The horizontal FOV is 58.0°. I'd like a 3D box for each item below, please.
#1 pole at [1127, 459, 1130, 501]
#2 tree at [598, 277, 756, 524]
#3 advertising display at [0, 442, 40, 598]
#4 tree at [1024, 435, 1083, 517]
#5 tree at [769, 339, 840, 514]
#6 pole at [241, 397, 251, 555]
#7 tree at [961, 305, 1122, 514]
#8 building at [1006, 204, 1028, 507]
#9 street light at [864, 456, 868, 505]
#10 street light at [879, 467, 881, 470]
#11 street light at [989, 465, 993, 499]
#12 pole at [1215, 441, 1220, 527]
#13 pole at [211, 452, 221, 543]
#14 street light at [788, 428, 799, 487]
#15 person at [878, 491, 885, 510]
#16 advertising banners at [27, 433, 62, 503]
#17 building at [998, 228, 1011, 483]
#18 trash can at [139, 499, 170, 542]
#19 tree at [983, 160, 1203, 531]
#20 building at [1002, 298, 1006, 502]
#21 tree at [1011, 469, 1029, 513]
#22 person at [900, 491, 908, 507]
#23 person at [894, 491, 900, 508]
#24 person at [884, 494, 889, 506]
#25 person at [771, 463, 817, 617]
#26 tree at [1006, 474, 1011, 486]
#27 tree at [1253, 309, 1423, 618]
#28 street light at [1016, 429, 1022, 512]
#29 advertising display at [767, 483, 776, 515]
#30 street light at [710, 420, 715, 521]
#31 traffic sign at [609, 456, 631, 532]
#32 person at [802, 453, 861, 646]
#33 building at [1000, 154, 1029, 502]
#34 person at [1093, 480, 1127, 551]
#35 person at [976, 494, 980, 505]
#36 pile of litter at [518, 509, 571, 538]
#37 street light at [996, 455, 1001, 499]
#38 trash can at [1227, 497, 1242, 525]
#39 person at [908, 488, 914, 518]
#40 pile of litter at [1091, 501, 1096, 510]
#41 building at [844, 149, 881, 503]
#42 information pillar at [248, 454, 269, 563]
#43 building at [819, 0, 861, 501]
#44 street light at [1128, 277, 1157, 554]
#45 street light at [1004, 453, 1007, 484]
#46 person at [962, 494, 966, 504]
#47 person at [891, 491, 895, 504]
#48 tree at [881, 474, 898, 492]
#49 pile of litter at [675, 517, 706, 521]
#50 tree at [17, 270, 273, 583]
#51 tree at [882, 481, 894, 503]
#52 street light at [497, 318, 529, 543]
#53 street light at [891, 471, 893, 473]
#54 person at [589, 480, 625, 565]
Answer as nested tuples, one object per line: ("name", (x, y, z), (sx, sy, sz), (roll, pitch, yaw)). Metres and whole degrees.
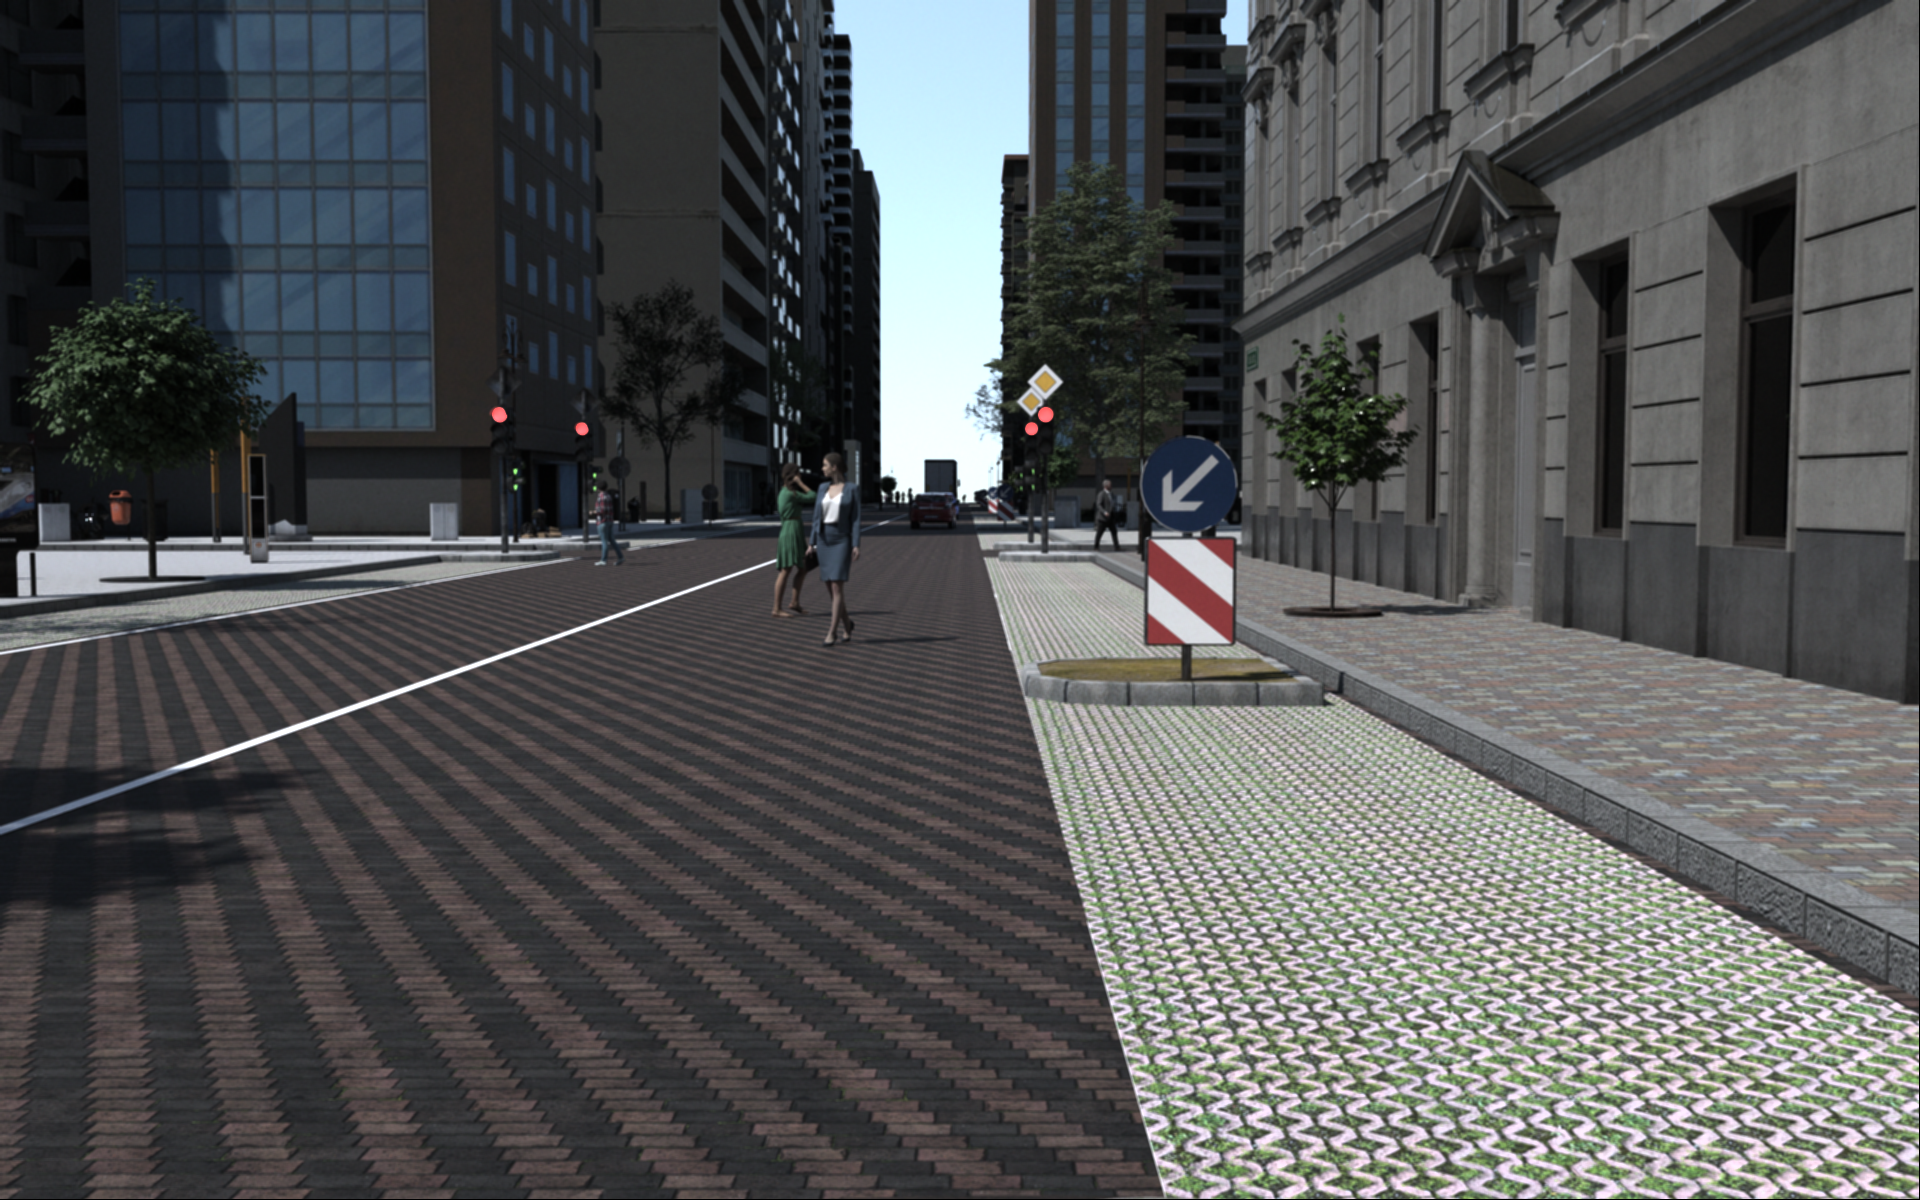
("pole", (9.929, -6.606, 101.844), (0.158, 3.312, 0.155), (0, 3, 0))
("tree", (-12.257, -8.520, 73.707), (8.767, 10.594, 7.601), (2, 4, 26))
("advertising display", (-11.875, -0.990, 21.399), (0.123, 1.923, 0.974), (2, 4, 29))
("tree", (5.250, -6.939, 97.171), (4.285, 4.588, 4.351), (0, 3, 0))
("tree", (-11.633, -11.395, 112.060), (9.928, 11.665, 9.643), (0, 3, 0))
("pole", (-15.067, -2.614, 36.585), (0.158, 3.312, 0.155), (0, 3, 0))
("tree", (5.354, -12.204, 109.899), (12.009, 13.543, 11.850), (0, 3, 0))
("building", (12.211, -24.632, 174.433), (14.160, 30.474, 14.107), (0, 4, 0))
("street light", (-11.173, -14.266, 206.038), (0.468, 5.910, 1.993), (0, 4, 0))
("street light", (-11.219, -16.519, 242.868), (0.468, 5.910, 1.993), (0, 4, 0))
("street light", (4.762, -18.749, 279.327), (0.468, 5.910, 1.993), (0, 4, 0))
("pole", (9.975, -4.488, 67.227), (0.158, 3.312, 0.155), (0, 3, 0))
("pole", (-19.605, -3.166, 45.603), (0.158, 3.312, 0.155), (0, 3, 0))
("street light", (-11.615, -8.962, 119.323), (0.468, 5.910, 1.993), (0, 4, 0))
("person", (-6.977, -8.863, 154.087), (0.721, 1.739, 1.217), (-2, 4, -31))
("advertising banners", (-26.585, -3.311, 50.320), (0.090, 3.025, 2.074), (0, 4, -4))
("building", (17.675, -39.425, 264.210), (23.786, 49.044, 30.456), (0, 4, 0))
("trash can", (-21.802, -2.156, 46.905), (0.748, 1.137, 0.748), (0, 3, 0))
("tree", (4.604, -8.671, 59.900), (7.486, 12.596, 7.792), (0, 3, 0))
("building", (12.940, -28.798, 242.553), (14.160, 30.474, 14.107), (0, 4, 0))
("tree", (4.721, -7.629, 119.337), (1.663, 3.219, 1.824), (0, 3, 0))
("person", (-6.466, -11.441, 196.283), (1.217, 1.735, 0.721), (-1, 4, -19))
("person", (-6.545, -10.454, 179.936), (0.721, 1.766, 1.217), (-2, 4, -32))
("person", (-8.828, -11.906, 206.389), (0.991, 1.433, 0.599), (-3, 4, -38))
("person", (-1.987, -0.704, 20.252), (0.529, 1.795, 0.600), (-2, 4, -32))
("tree", (4.081, -8.605, 135.300), (1.663, 3.219, 1.824), (0, 3, 0))
("tree", (3.962, -1.445, 18.220), (1.663, 3.219, 1.824), (0, 3, 0))
("street light", (4.221, -9.184, 122.951), (0.468, 5.910, 1.993), (0, 4, 0))
("advertising display", (-11.410, -6.096, 104.889), (0.123, 1.923, 0.974), (-2, 4, -33))
("street light", (-11.780, -6.710, 82.494), (0.468, 5.910, 1.993), (0, 4, 0))
("traffic sign", (-11.502, -3.574, 58.545), (0.768, 2.556, 0.104), (0, 4, 4))
("person", (-1.148, -0.489, 16.513), (0.581, 1.822, 0.654), (3, 4, 38))
("building", (16.248, -34.568, 219.816), (22.147, 44.769, 28.867), (0, 4, 0))
("person", (3.653, -2.047, 42.361), (0.834, 1.777, 0.661), (2, 4, 30))
("person", (2.494, -13.181, 224.561), (0.990, 1.755, 0.434), (2, 4, 29))
("pile of litter", (-12.197, -2.251, 50.762), (1.719, 0.858, 1.176), (-2, 4, -23))
("street light", (4.462, -14.239, 205.590), (0.468, 5.910, 1.993), (0, 4, 0))
("trash can", (11.572, -3.749, 72.945), (0.748, 1.137, 0.748), (0, 3, 0))
("person", (-2.793, -5.657, 101.272), (0.573, 1.790, 0.520), (-2, 4, -27))
("pile of litter", (8.996, -5.926, 110.848), (1.176, 0.858, 1.719), (3, 4, 37))
("building", (-22.474, -38.075, 246.228), (21.300, 48.544, 21.600), (0, 4, 0))
("information pillar", (-13.068, -1.698, 32.262), (0.304, 2.012, 0.304), (-1, 4, -17))
("building", (-23.487, -55.422, 218.822), (22.319, 86.520, 31.000), (0, 4, 0))
("street light", (3.884, -3.926, 36.980), (0.468, 5.910, 1.993), (0, 4, 0))
("street light", (4.238, -11.437, 159.780), (0.468, 5.910, 1.993), (0, 4, 0))
("person", (0.618, -14.405, 247.249), (0.421, 1.427, 0.697), (-2, 4, -28))
("person", (-9.189, -13.715, 232.748), (1.348, 1.824, 0.705), (0, 4, 6))
("tree", (-11.500, -17.809, 274.887), (4.285, 4.588, 4.351), (0, 3, 0))
("pile of litter", (-13.071, -4.278, 83.905), (1.176, 0.858, 1.719), (-3, 5, -39))
("tree", (-12.098, -2.564, 25.642), (4.285, 4.588, 4.351), (0, 3, 0))
("tree", (-11.220, -16.476, 263.988), (1.663, 3.219, 1.824), (0, 3, 0))
("street light", (-11.756, -4.457, 45.665), (0.468, 5.910, 1.993), (0, 4, 0))
("street light", (-10.990, -18.783, 279.885), (0.468, 5.910, 1.993), (0, 4, 0))
("person", (-7.116, -1.563, 34.895), (0.643, 1.720, 0.563), (1, 4, 11))
